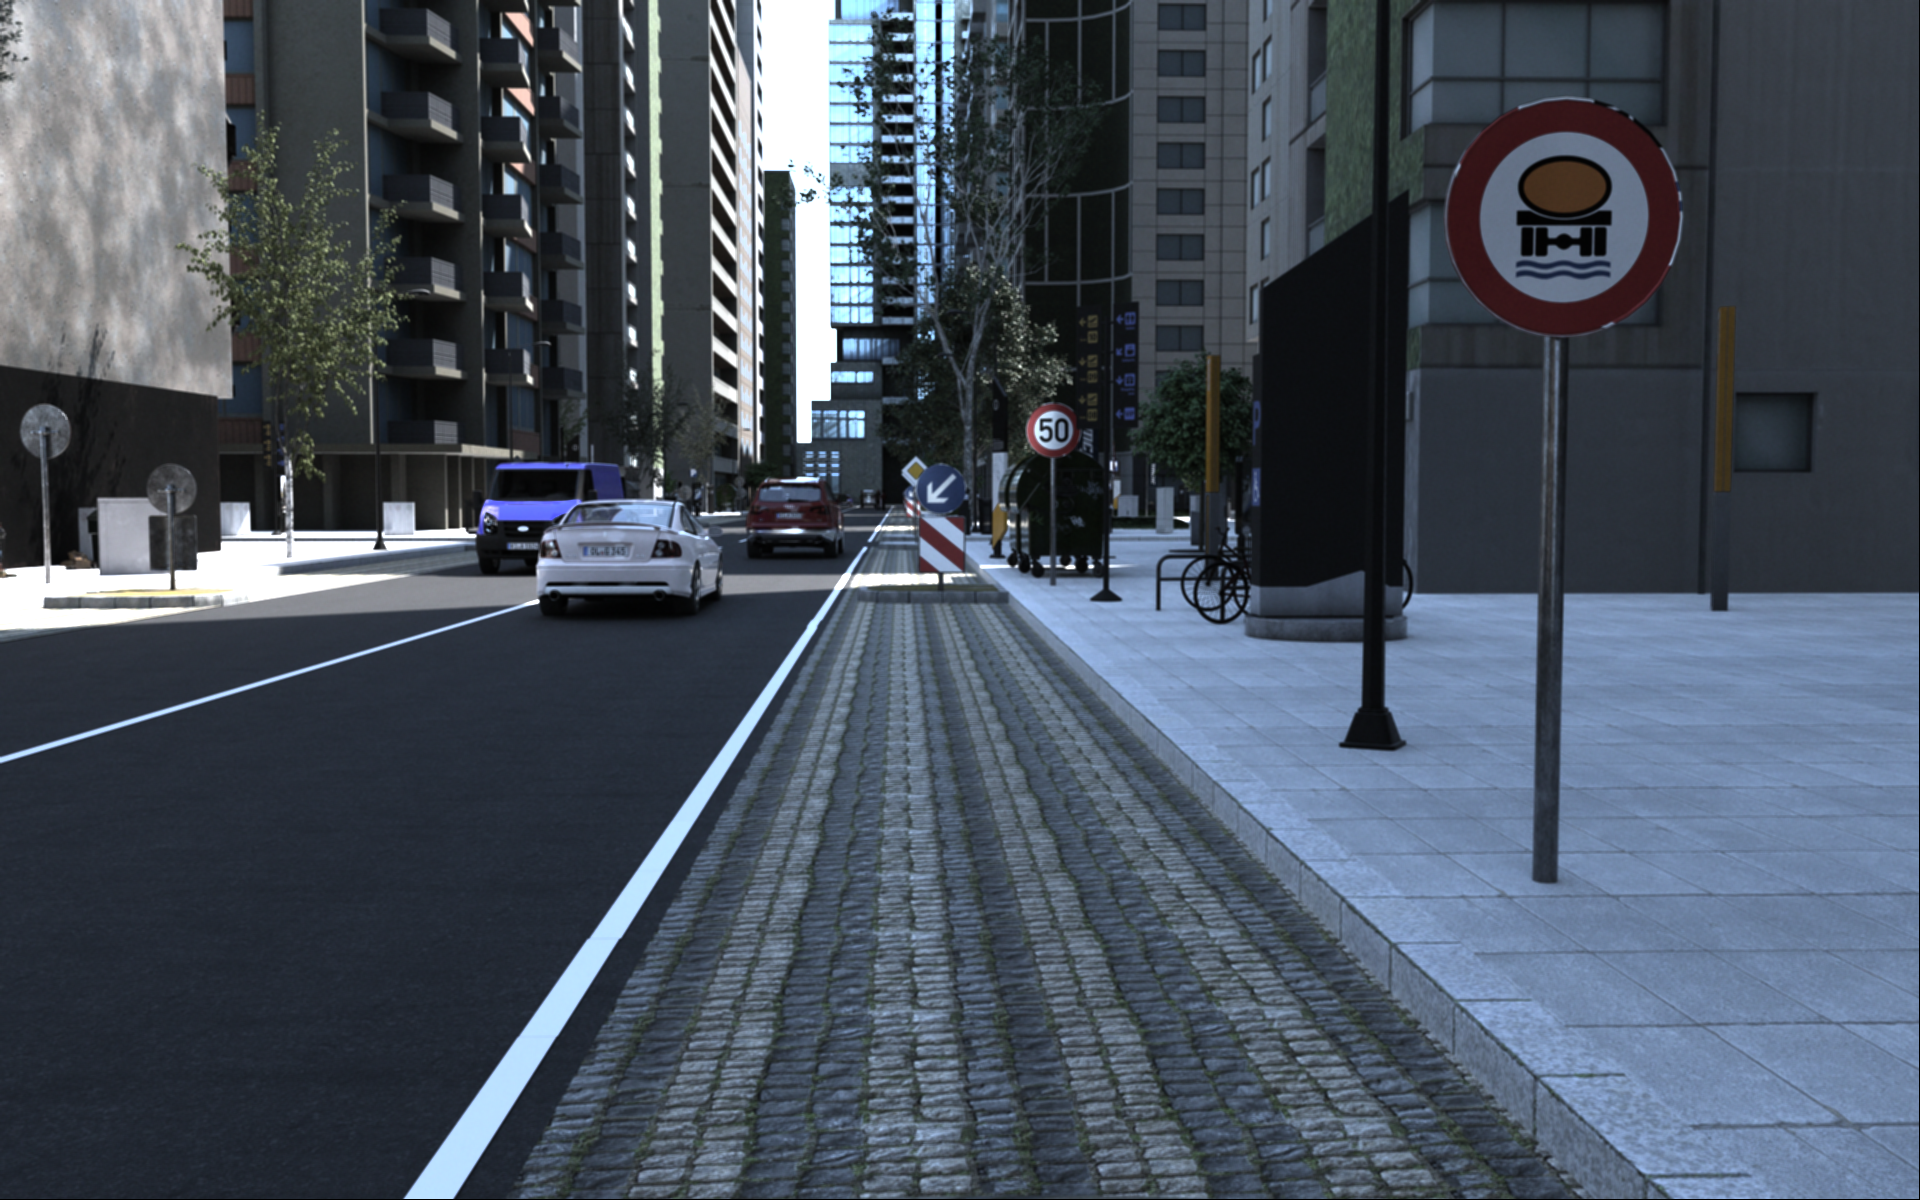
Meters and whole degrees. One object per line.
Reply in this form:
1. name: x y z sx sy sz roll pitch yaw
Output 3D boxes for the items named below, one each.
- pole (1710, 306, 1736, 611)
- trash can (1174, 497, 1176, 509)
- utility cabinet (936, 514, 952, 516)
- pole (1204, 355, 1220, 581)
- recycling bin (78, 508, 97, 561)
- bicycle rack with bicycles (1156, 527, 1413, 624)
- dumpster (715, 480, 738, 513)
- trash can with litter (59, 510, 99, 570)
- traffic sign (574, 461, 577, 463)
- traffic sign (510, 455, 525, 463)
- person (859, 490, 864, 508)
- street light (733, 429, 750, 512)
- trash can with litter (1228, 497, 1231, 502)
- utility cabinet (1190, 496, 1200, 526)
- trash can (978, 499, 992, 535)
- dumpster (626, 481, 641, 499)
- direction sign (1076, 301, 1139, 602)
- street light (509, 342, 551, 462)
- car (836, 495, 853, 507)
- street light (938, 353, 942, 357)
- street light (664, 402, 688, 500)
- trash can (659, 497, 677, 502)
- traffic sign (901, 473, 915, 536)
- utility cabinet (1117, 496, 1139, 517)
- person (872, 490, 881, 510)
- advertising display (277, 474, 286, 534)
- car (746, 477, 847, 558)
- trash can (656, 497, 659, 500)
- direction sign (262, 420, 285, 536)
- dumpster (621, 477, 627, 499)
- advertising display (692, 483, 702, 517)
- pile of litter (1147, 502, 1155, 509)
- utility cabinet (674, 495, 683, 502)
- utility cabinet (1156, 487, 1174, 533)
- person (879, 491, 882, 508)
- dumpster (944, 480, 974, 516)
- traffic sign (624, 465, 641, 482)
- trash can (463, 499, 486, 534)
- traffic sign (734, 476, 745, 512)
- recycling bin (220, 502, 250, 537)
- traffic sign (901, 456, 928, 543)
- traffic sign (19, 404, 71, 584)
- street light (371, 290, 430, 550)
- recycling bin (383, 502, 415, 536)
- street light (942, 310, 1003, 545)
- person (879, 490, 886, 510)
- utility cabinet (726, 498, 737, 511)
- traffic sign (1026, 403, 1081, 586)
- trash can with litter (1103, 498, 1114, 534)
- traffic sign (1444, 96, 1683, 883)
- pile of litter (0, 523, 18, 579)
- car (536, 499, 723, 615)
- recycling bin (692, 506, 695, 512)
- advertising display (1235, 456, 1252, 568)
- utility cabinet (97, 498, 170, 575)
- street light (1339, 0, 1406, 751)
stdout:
1. pole: 8.355 -1.537 18.967 0.158 3.312 0.155 0 3 0
2. trash can: 12.408 -5.528 102.034 0.748 1.137 0.748 0 3 0
3. utility cabinet: -0.923 -5.607 102.836 1.020 1.237 0.306 2 4 25
4. pole: 3.731 -1.942 25.593 0.158 3.312 0.155 0 3 0
5. recycling bin: -15.766 -1.192 32.051 0.722 1.027 0.722 1 4 16
6. bicycle rack with bicycles: 3.448 -0.304 18.354 2.925 0.926 2.852 -1 4 -14
7. dumpster: -16.176 -7.181 119.904 1.502 2.255 1.985 0 4 -2
8. trash can with litter: -14.802 -1.118 29.668 0.624 1.170 1.055 2 4 32
9. traffic sign: -11.758 -3.016 52.948 0.795 2.450 0.064 0 4 -2
10. traffic sign: -11.487 -2.528 44.968 0.795 2.450 0.064 0 4 -2
11. person: -10.209 -10.476 179.877 0.705 1.812 1.348 1 4 10
12. street light: -15.604 -9.221 123.309 1.470 5.913 1.316 0 4 -2
13. trash can with litter: 14.914 -5.088 94.572 1.055 1.170 0.624 0 4 0
14. utility cabinet: 9.764 -3.659 70.991 0.306 1.237 1.020 2 4 32
15. trash can: 0.901 -2.647 54.932 0.748 1.137 0.748 0 3 0
16. dumpster: -14.565 -4.229 74.906 1.264 1.857 1.865 0 4 -2
17. direction sign: 1.757 -1.757 20.731 0.876 3.537 0.379 3 5 40
18. street light: -13.192 -4.922 53.009 1.470 5.913 1.316 0 4 -2
19. car: -12.941 -11.135 194.635 1.945 1.354 3.894 0 4 -2
20. street light: -0.033 -5.176 57.171 1.470 5.913 1.316 0 4 -2
21. street light: -14.453 -7.055 87.886 1.470 5.913 1.316 0 4 -2
22. trash can: -15.166 -4.838 90.752 0.748 1.137 0.748 0 3 0
23. traffic sign: -1.419 -3.036 53.278 0.795 2.450 0.064 0 4 -2
24. utility cabinet: 6.546 -3.449 67.555 0.306 1.237 1.020 -2 4 -30
25. person: -7.298 -8.915 154.390 1.348 1.807 0.705 -2 4 -29
26. advertising display: -22.175 -3.149 56.701 0.123 1.923 0.974 -1 4 -10
27. car: -3.795 -1.940 40.400 2.281 1.827 5.304 0 4 -1
28. trash can: -17.478 -5.486 101.349 0.748 1.137 0.748 0 3 0
29. direction sign: -21.118 -3.755 53.387 0.876 3.537 0.379 1 4 23
30. dumpster: -11.723 -3.089 55.457 1.985 2.255 1.502 0 4 -1
31. advertising display: -14.846 -5.660 97.756 0.123 1.923 0.974 1 4 17
32. pile of litter: 11.073 -5.287 100.400 1.719 0.858 1.176 1 4 18
33. utility cabinet: -15.625 -5.246 96.931 0.306 1.237 1.020 1 4 18
34. utility cabinet: 6.624 -2.899 56.074 0.318 1.500 1.173 1 4 20
35. person: -8.100 -10.102 174.340 0.551 1.740 0.621 -1 4 -21
36. dumpster: -0.158 -4.617 77.976 1.502 2.255 1.985 0 4 -2
37. traffic sign: -14.556 -4.687 76.633 0.884 2.594 0.081 0 4 6
38. trash can: -15.468 -2.665 55.231 0.748 1.137 0.748 0 3 0
39. traffic sign: -15.961 -7.665 125.434 0.768 2.556 0.104 0 4 1
40. recycling bin: -22.089 -2.449 52.600 0.722 1.027 0.722 2 4 24
41. traffic sign: -1.148 -2.548 45.298 0.795 2.450 0.064 0 4 -2
42. traffic sign: -12.989 -1.498 24.593 0.768 2.556 0.104 0 4 6
43. street light: -12.749 -4.096 39.516 1.470 5.913 1.316 0 4 -2
44. recycling bin: -17.311 -2.501 53.443 0.722 1.027 0.722 -3 5 -43
45. street light: 0.365 -4.359 43.819 1.470 5.913 1.316 0 4 -2
46. person: -6.725 -8.740 151.357 0.705 1.831 1.348 2 4 24
47. utility cabinet: -16.765 -7.257 127.333 0.318 1.500 1.173 1 4 22
48. traffic sign: 1.307 -1.475 24.230 0.768 2.556 0.104 0 4 0
49. trash can with litter: 4.334 -2.670 55.036 1.055 1.170 0.624 -1 4 -12
50. traffic sign: 1.941 -0.340 5.668 0.768 2.556 0.104 0 3 0
51. pile of litter: -15.145 -0.771 26.576 1.176 0.858 1.719 -2 4 -29
52. car: -4.095 -0.584 21.903 2.083 1.381 4.827 0 4 -2
53. recycling bin: -18.422 -6.693 121.984 0.722 1.027 0.722 -1 4 -22
54. advertising display: 4.937 -1.521 30.088 0.123 1.923 0.974 1 4 21
55. utility cabinet: -13.149 -1.004 27.580 1.020 1.237 0.306 -2 4 -24
56. street light: 1.563 -2.208 8.640 1.470 5.913 1.316 0 4 -2
